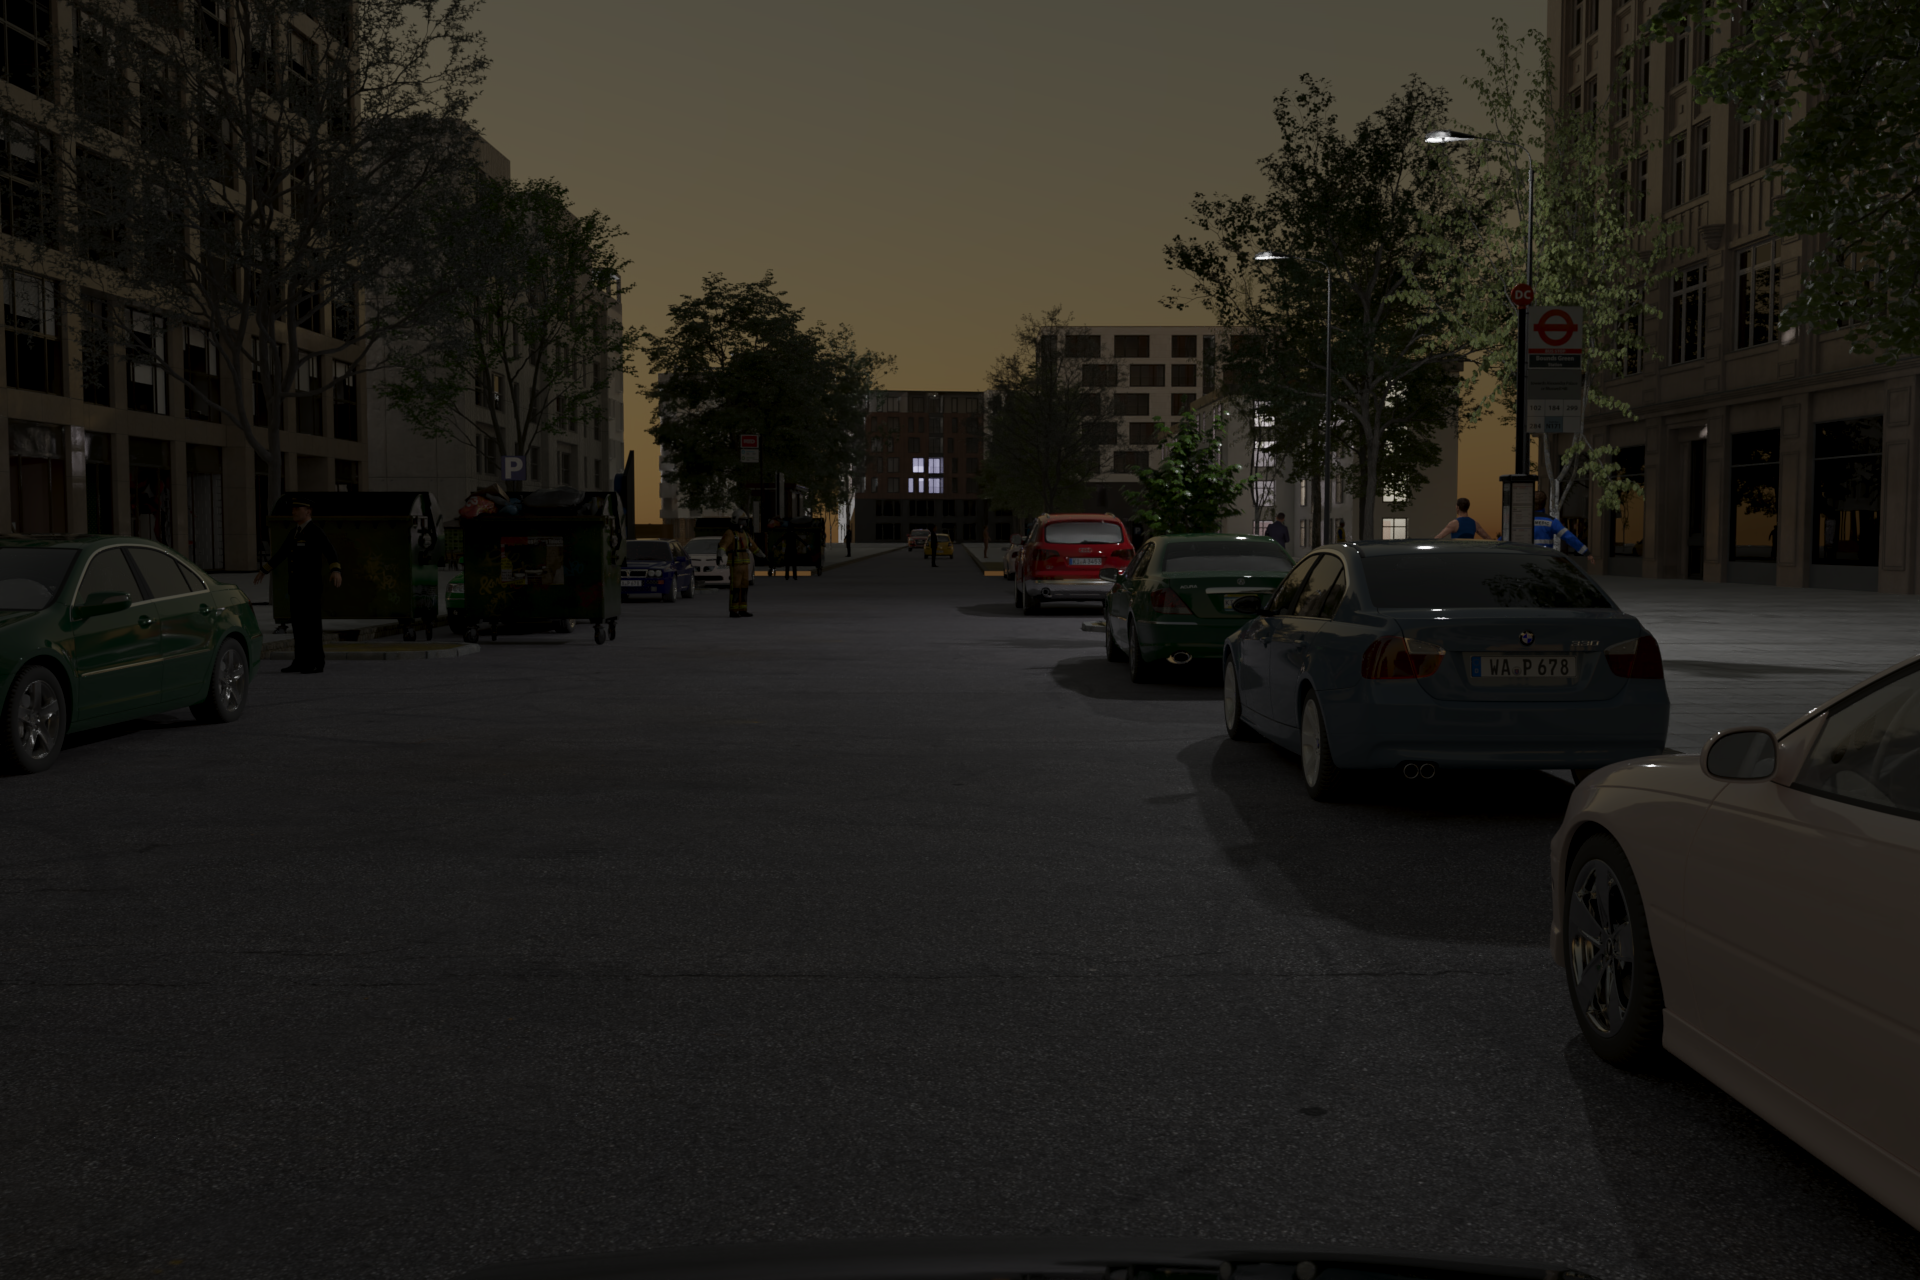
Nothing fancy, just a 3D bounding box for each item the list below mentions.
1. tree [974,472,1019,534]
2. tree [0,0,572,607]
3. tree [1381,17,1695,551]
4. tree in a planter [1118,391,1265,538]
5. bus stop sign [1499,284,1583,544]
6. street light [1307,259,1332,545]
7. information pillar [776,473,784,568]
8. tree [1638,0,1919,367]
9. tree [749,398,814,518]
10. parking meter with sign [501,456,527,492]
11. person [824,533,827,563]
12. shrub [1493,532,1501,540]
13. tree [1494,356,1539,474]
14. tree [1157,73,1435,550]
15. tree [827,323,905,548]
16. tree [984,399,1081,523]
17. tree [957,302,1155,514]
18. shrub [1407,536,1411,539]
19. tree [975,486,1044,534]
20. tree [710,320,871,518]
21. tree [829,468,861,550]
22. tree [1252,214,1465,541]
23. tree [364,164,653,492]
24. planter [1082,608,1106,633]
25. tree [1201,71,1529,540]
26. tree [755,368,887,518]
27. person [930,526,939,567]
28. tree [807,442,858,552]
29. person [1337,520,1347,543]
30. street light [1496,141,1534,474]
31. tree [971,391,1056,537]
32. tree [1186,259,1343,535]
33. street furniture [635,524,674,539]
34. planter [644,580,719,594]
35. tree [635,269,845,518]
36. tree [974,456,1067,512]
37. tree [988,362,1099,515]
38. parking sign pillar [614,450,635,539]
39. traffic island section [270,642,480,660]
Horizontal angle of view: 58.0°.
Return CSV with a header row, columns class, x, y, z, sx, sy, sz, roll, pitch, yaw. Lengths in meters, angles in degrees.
class,x,y,z,sx,sy,sz,roll,pitch,yaw
tree,5.144,-13.617,157.046,8.767,10.594,7.601,1,4,12
tree,-12.371,-7.361,30.729,12.009,13.543,11.850,0,3,0
tree,8.356,-4.533,24.477,4.737,8.622,4.395,0,3,0
tree in a planter,2.863,-1.500,21.741,1.991,3.239,1.994,0,4,0
bus stop sign,6.210,-1.826,18.561,0.855,3.939,0.416,0,4,-1
street light,6.623,-3.430,28.622,1.470,5.913,1.316,0,4,-1
information pillar,-6.932,-4.615,66.767,0.184,3.620,1.656,0,4,-1
tree,8.365,-5.733,11.859,7.486,12.596,7.792,0,3,0
tree,-9.830,-8.614,91.205,4.737,8.622,4.395,0,3,0
parking meter with sign,-9.922,-2.641,39.437,0.543,3.016,1.738,0,4,0
person,-6.320,-4.382,78.110,0.721,1.772,1.216,-2,4,-30
shrub,20.138,-3.573,62.837,1.690,2.028,1.600,0,3,0
tree,27.605,-9.277,77.431,9.928,11.665,9.643,0,3,0
tree,14.375,-13.355,74.239,12.611,20.169,13.585,0,3,0
tree,-11.201,-18.476,157.978,12.611,20.169,13.585,0,3,0
tree,5.267,-12.387,128.283,9.928,11.665,9.643,0,3,0
tree,4.870,-11.156,92.772,12.009,13.543,11.850,0,3,0
shrub,16.724,-3.259,64.403,1.383,1.207,1.383,0,3,0
tree,5.536,-14.163,165.970,8.767,10.594,7.601,0,4,2
tree,-10.039,-12.021,103.192,9.857,13.997,8.962,0,3,0
tree,-10.804,-11.715,141.896,4.360,8.622,3.978,0,3,0
tree,14.173,-8.764,61.418,7.486,12.596,7.792,0,3,0
tree,-12.396,-7.471,47.901,9.928,11.665,9.643,0,3,0
planter,2.841,-0.296,25.986,1.991,0.319,1.994,0,4,1
tree,8.497,-6.125,34.559,7.601,10.594,8.767,-1,4,-12
tree,-10.079,-12.581,116.069,12.009,13.543,11.850,0,3,0
person,-1.098,-4.075,75.307,0.704,1.802,1.346,0,4,-6
tree,-10.162,-10.790,126.783,4.360,8.622,3.978,0,3,0
person,15.153,-3.833,68.636,0.705,1.833,1.349,1,4,17
street light,7.126,-2.909,20.096,1.470,5.913,1.316,0,4,-1
tree,4.776,-13.451,138.042,7.486,12.596,7.792,0,3,0
tree,7.906,-5.930,47.325,4.360,8.622,3.978,0,3,0
street furniture,-15.739,-4.411,78.967,9.812,1.723,11.010,-3,5,-40
planter,-6.967,-1.298,42.361,1.991,0.319,1.994,0,3,0
tree,-10.378,-10.750,82.412,9.857,13.997,8.962,0,3,0
tree,5.423,-13.019,147.270,8.767,10.594,7.601,0,4,-1
tree,5.358,-11.999,114.310,7.486,12.596,7.792,0,3,0
parking sign pillar,-10.647,-4.070,55.016,1.447,3.967,1.447,0,4,0
traffic island section,-6.859,0.133,20.688,1.991,0.108,1.994,0,4,1
